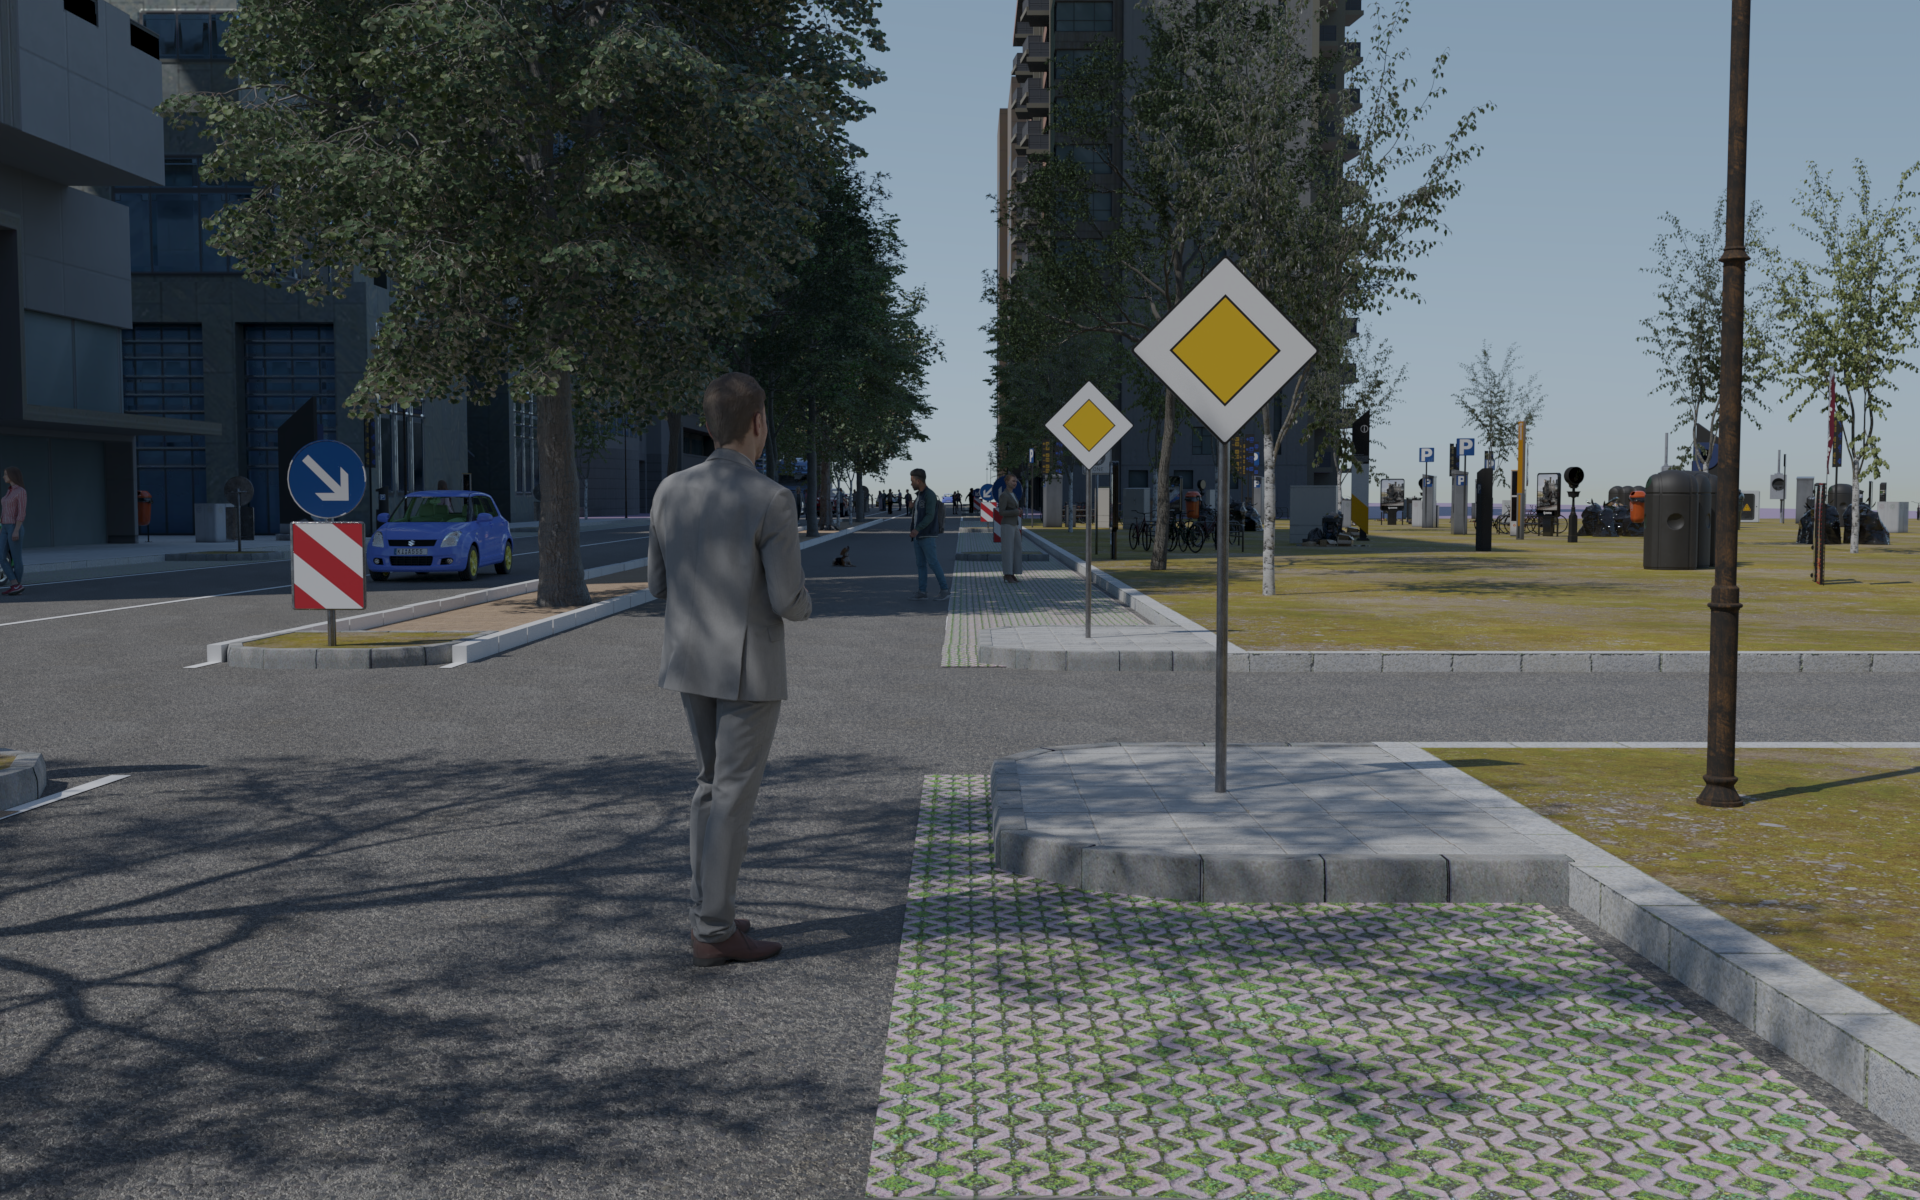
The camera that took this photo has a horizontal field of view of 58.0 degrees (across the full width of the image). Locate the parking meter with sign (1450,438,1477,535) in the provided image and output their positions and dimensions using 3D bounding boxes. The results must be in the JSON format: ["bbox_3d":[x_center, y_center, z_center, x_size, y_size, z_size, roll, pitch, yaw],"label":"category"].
[{"bbox_3d":[15.842,-3.582,54.821,0.543,3.016,1.738,0,4,7],"label":"parking meter with sign"}]

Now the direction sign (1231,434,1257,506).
[{"bbox_3d":[10.670,-4.494,65.467,0.876,3.537,0.379,0,4,5],"label":"direction sign"}]

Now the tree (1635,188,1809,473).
[{"bbox_3d":[18.553,-5.642,42.614,4.360,8.622,3.978,0,3,0],"label":"tree"}]

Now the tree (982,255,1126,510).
[{"bbox_3d":[4.398,-10.051,82.459,7.486,12.596,7.792,0,3,0],"label":"tree"}]

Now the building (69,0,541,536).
[{"bbox_3d":[-29.138,-46.065,65.836,22.319,86.520,31.000,0,4,0],"label":"building"}]

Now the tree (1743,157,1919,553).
[{"bbox_3d":[19.145,-5.313,37.227,4.737,8.622,4.395,0,3,0],"label":"tree"}]

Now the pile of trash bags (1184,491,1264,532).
[{"bbox_3d":[8.791,-3.017,59.084,1.912,1.369,3.447,3,5,43],"label":"pile of trash bags"}]

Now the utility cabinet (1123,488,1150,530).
[{"bbox_3d":[6.304,-3.261,62.002,0.318,1.500,1.173,-2,4,-34],"label":"utility cabinet"}]

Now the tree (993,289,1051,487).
[{"bbox_3d":[3.479,-6.583,58.002,4.360,8.622,3.978,0,3,0],"label":"tree"}]

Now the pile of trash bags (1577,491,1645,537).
[{"bbox_3d":[19.840,-2.577,51.879,1.912,1.369,3.447,0,4,2],"label":"pile of trash bags"}]

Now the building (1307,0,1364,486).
[{"bbox_3d":[15.478,-28.564,121.640,22.147,44.769,28.867,0,4,0],"label":"building"}]

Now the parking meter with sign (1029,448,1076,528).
[{"bbox_3d":[3.572,-4.292,66.434,1.738,3.016,0.543,-1,4,-14],"label":"parking meter with sign"}]

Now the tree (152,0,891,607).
[{"bbox_3d":[-5.068,-6.883,21.656,9.857,13.997,8.962,0,3,0],"label":"tree"}]

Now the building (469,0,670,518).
[{"bbox_3d":[-30.422,-34.372,103.976,21.231,58.520,28.212,0,4,0],"label":"building"}]

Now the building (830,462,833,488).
[{"bbox_3d":[-25.452,-34.158,242.073,14.154,41.232,14.086,0,4,0],"label":"building"}]

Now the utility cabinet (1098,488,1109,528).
[{"bbox_3d":[5.484,-3.441,64.933,0.318,1.500,1.173,-2,4,-24],"label":"utility cabinet"}]

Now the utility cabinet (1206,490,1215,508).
[{"bbox_3d":[13.037,-4.878,88.429,1.173,1.500,0.318,-3,5,-39],"label":"utility cabinet"}]

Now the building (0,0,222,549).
[{"bbox_3d":[-32.449,-26.939,29.697,28.713,52.752,27.495,0,4,0],"label":"building"}]

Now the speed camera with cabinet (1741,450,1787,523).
[{"bbox_3d":[35.835,-5.083,77.446,2.038,3.252,0.660,2,4,25],"label":"speed camera with cabinet"}]

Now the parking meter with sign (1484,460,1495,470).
[{"bbox_3d":[26.620,-5.631,88.334,0.543,3.016,1.738,-1,4,-9],"label":"parking meter with sign"}]

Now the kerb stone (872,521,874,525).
[{"bbox_3d":[-4.066,-3.396,77.728,0.120,0.150,1.000,0,4,0],"label":"kerb stone"}]

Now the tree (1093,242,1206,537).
[{"bbox_3d":[6.079,-6.200,51.732,4.737,8.622,4.395,0,3,0],"label":"tree"}]

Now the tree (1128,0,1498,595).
[{"bbox_3d":[4.115,-4.356,21.579,4.360,8.622,3.978,0,3,0],"label":"tree"}]

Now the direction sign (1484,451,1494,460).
[{"bbox_3d":[27.637,-6.029,90.578,0.876,3.537,0.379,-3,5,-43],"label":"direction sign"}]

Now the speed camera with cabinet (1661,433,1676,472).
[{"bbox_3d":[22.762,-3.723,55.208,0.660,3.252,2.038,1,4,17],"label":"speed camera with cabinet"}]

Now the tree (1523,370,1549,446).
[{"bbox_3d":[25.682,-8.095,82.717,4.360,8.622,3.978,0,3,0],"label":"tree"}]

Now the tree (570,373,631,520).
[{"bbox_3d":[-18.631,-8.326,86.488,4.737,8.622,4.395,0,3,0],"label":"tree"}]

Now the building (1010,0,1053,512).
[{"bbox_3d":[15.628,-30.326,150.453,22.147,44.769,28.867,0,4,0],"label":"building"}]

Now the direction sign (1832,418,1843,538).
[{"bbox_3d":[25.473,-3.568,50.334,0.379,3.537,0.876,1,4,12],"label":"direction sign"}]

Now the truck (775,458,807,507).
[{"bbox_3d":[-12.357,-8.885,135.034,2.967,4.110,18.799,0,4,-2],"label":"truck"}]

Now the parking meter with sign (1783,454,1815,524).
[{"bbox_3d":[36.534,-4.806,74.839,1.738,3.016,0.543,2,4,29],"label":"parking meter with sign"}]

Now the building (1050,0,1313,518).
[{"bbox_3d":[12.138,-20.113,100.556,14.160,30.474,14.107,0,4,0],"label":"building"}]

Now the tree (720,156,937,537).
[{"bbox_3d":[-4.815,-8.338,56.918,7.486,12.596,7.792,0,3,0],"label":"tree"}]

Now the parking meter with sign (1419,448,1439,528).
[{"bbox_3d":[17.836,-4.247,65.700,0.543,3.016,1.738,2,4,25],"label":"parking meter with sign"}]

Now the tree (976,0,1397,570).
[{"bbox_3d":[3.688,-5.777,28.870,7.601,10.594,8.767,1,4,9],"label":"tree"}]

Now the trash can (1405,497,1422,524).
[{"bbox_3d":[19.394,-3.814,74.005,0.748,1.137,0.748,0,3,0],"label":"trash can"}]

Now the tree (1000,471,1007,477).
[{"bbox_3d":[3.629,-9.087,143.181,1.663,3.219,1.824,0,3,0],"label":"tree"}]

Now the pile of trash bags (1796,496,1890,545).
[{"bbox_3d":[23.364,-2.119,44.394,3.447,1.369,1.912,2,4,25],"label":"pile of trash bags"}]

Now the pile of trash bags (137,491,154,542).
[{"bbox_3d":[-23.086,-2.239,46.358,3.447,1.369,1.912,1,4,15],"label":"pile of trash bags"}]

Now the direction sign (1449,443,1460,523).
[{"bbox_3d":[22.137,-5.234,77.580,0.379,3.537,0.876,3,5,44],"label":"direction sign"}]

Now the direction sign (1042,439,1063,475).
[{"bbox_3d":[3.810,-4.856,71.396,0.876,3.537,0.379,0,4,-4],"label":"direction sign"}]

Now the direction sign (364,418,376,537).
[{"bbox_3d":[-17.446,-3.624,51.250,0.379,3.537,0.876,0,3,0],"label":"direction sign"}]

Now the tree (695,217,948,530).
[{"bbox_3d":[-5.282,-9.076,67.851,9.611,12.733,9.660,0,3,0],"label":"tree"}]

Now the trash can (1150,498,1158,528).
[{"bbox_3d":[7.257,-3.248,64.755,0.748,1.137,0.748,0,3,0],"label":"trash can"}]

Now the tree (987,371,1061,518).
[{"bbox_3d":[3.751,-8.640,91.619,4.737,8.622,4.395,0,3,0],"label":"tree"}]

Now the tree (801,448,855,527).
[{"bbox_3d":[-5.100,-7.782,80.063,4.737,8.622,4.395,0,3,0],"label":"tree"}]

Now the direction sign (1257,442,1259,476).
[{"bbox_3d":[12.483,-5.077,75.000,0.876,3.537,0.379,1,4,13],"label":"direction sign"}]

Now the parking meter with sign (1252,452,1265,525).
[{"bbox_3d":[12.617,-4.683,72.823,0.543,3.016,1.738,2,4,30],"label":"parking meter with sign"}]

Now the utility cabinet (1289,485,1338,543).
[{"bbox_3d":[9.044,-2.177,44.265,1.173,1.500,0.318,1,4,23],"label":"utility cabinet"}]

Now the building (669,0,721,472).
[{"bbox_3d":[-29.994,-30.946,129.672,21.300,48.544,21.600,0,4,0],"label":"building"}]

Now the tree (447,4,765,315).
[{"bbox_3d":[-5.364,-5.772,31.236,8.767,10.594,7.601,0,4,0],"label":"tree"}]

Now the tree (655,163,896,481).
[{"bbox_3d":[-5.298,-7.310,47.739,9.928,11.665,9.643,0,3,0],"label":"tree"}]

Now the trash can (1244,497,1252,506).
[{"bbox_3d":[13.616,-4.225,80.739,0.748,1.137,0.748,0,3,0],"label":"trash can"}]
